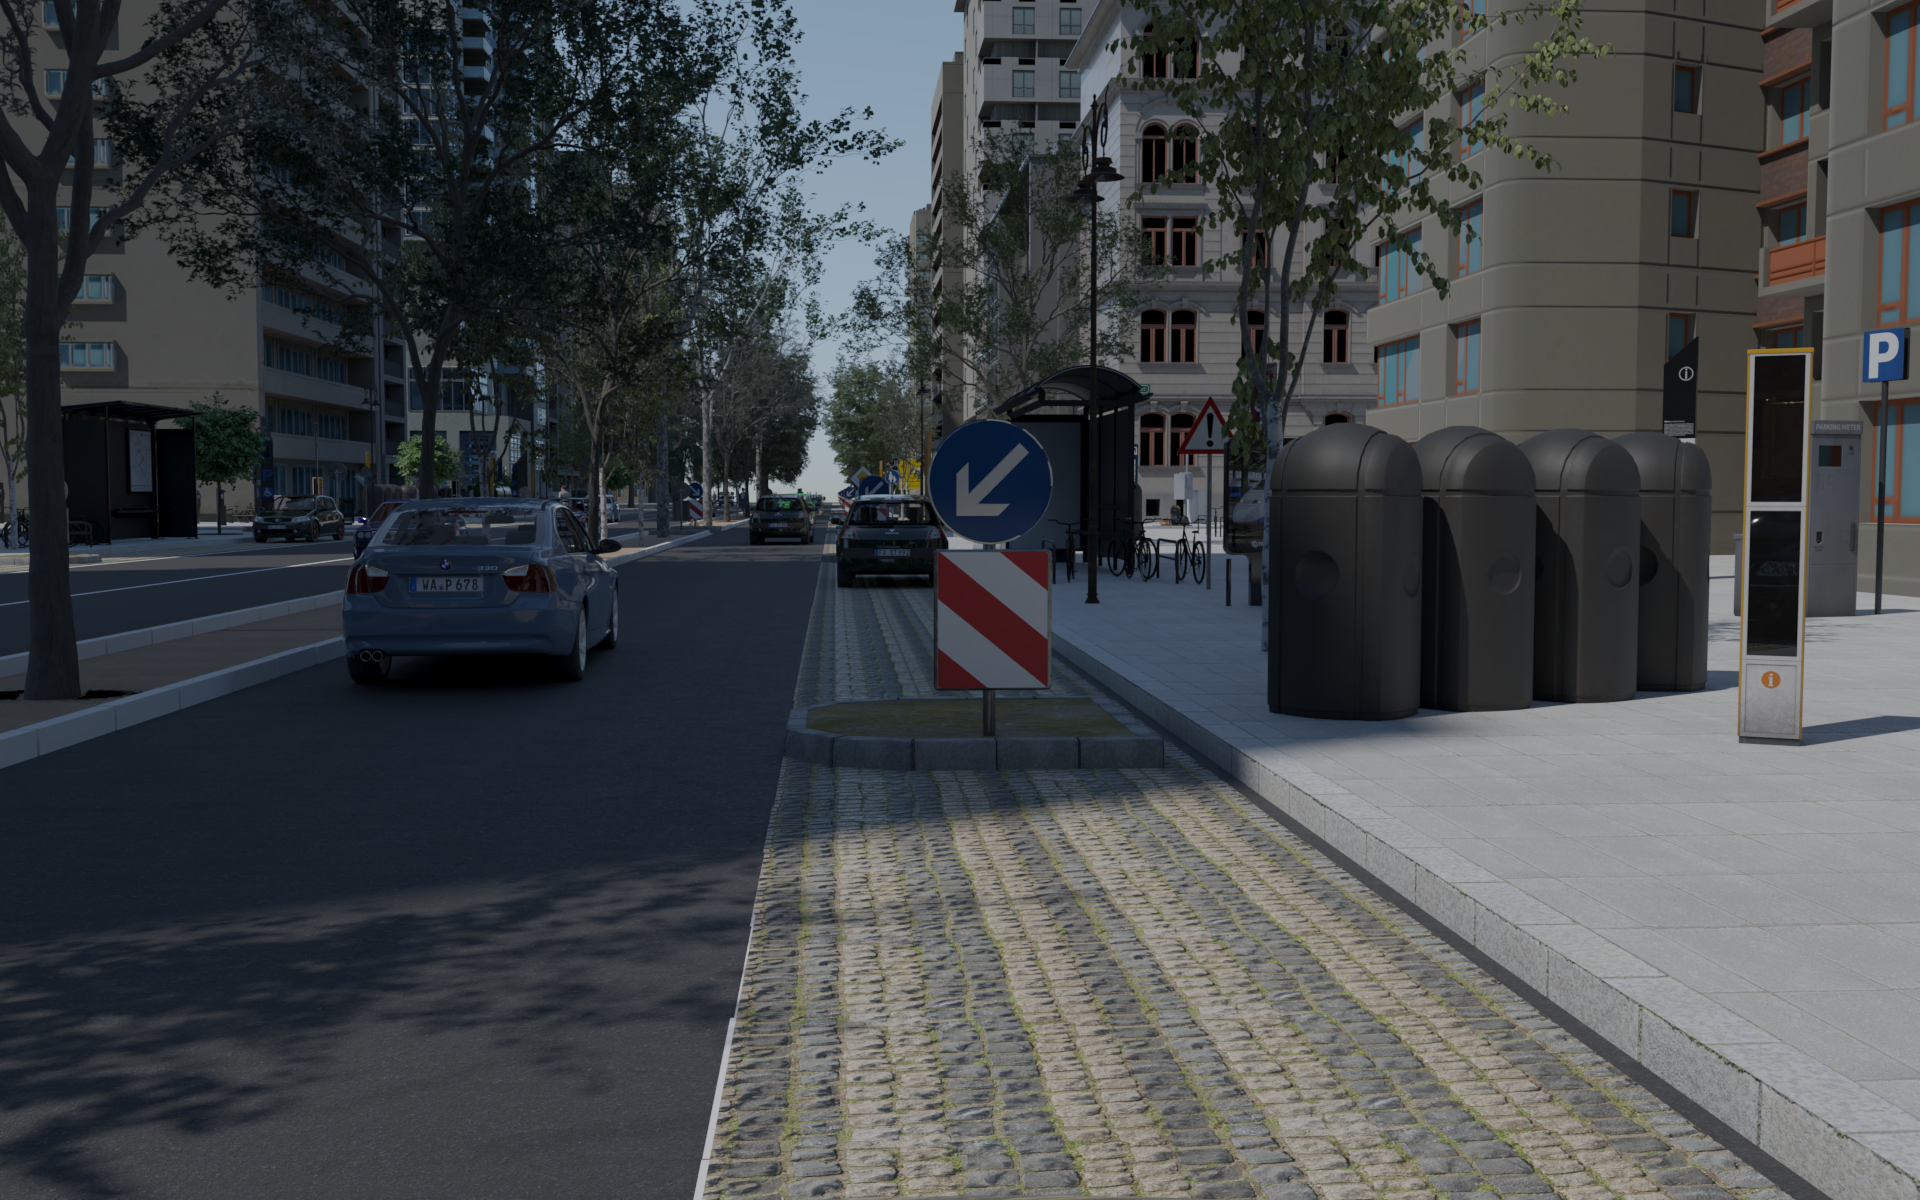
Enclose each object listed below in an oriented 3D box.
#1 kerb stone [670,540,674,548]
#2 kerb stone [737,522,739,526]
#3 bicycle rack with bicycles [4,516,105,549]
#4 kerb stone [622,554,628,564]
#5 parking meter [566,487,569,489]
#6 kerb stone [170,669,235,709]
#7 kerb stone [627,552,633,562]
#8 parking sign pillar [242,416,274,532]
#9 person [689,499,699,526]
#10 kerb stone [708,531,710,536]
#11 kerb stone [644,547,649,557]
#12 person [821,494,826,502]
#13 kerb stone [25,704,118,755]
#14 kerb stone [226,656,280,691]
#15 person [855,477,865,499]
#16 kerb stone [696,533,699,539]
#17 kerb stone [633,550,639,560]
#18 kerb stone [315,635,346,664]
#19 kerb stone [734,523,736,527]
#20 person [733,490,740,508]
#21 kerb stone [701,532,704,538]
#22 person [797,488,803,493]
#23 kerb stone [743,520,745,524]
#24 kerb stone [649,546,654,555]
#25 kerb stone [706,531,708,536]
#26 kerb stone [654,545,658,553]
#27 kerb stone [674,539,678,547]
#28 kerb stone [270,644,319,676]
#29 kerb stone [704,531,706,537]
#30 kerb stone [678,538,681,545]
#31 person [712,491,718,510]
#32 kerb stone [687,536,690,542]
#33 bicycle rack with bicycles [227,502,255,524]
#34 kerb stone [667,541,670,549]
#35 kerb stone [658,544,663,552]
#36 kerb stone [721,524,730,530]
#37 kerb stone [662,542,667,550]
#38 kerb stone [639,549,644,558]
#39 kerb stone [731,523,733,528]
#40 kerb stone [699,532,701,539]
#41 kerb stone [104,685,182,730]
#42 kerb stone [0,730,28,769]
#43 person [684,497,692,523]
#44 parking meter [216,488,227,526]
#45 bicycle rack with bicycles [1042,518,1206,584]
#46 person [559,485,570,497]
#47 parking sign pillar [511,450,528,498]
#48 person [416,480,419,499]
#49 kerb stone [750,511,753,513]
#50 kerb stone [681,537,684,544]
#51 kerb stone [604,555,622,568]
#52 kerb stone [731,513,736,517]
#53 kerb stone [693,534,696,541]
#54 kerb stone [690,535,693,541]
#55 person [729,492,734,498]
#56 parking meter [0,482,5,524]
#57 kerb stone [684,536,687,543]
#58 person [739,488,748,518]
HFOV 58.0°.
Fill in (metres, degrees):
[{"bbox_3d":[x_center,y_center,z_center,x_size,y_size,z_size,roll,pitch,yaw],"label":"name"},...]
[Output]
[{"bbox_3d":[-7.729,-1.441,45.757,0.120,0.150,1.000,0,4,-4],"label":"kerb stone"},{"bbox_3d":[-9.906,-3.283,75.904,0.120,0.150,1.000,0,4,-4],"label":"kerb stone"},{"bbox_3d":[-22.135,-1.729,41.658,2.925,0.926,2.852,-2,4,-29],"label":"bicycle rack with bicycles"},{"bbox_3d":[-6.984,-0.816,35.540,0.120,0.150,1.000,0,4,-4],"label":"kerb stone"},{"bbox_3d":[-30.757,-7.964,135.915,0.399,1.863,0.255,-1,4,-18],"label":"parking meter"},{"bbox_3d":[-5.284,0.622,12.018,0.120,0.150,1.000,0,4,-4],"label":"kerb stone"},{"bbox_3d":[-7.067,-0.879,36.560,0.120,0.150,1.000,0,4,-4],"label":"kerb stone"},{"bbox_3d":[-23.915,-4.342,59.472,1.447,3.967,1.447,-2,4,-33],"label":"parking sign pillar"},{"bbox_3d":[-11.463,-3.799,74.881,0.640,1.303,0.475,1,4,18],"label":"person"},{"bbox_3d":[-8.687,-2.252,59.020,0.120,0.150,1.000,0,4,-4],"label":"kerb stone"},{"bbox_3d":[-7.288,-1.066,39.620,0.120,0.150,1.000,0,4,-4],"label":"kerb stone"},{"bbox_3d":[-19.935,-14.707,252.147,0.799,1.438,0.628,0,4,-4],"label":"person"},{"bbox_3d":[-5.136,0.750,9.976,0.120,0.150,1.000,0,4,-4],"label":"kerb stone"},{"bbox_3d":[-5.360,0.561,13.037,0.120,0.150,1.000,0,4,-4],"label":"kerb stone"},{"bbox_3d":[-2.127,-1.808,38.251,0.419,1.800,0.721,-1,4,-8],"label":"person"},{"bbox_3d":[-8.314,-1.940,53.922,0.120,0.150,1.000,0,4,-4],"label":"kerb stone"},{"bbox_3d":[-7.139,-0.940,37.580,0.120,0.150,1.000,0,4,-4],"label":"kerb stone"},{"bbox_3d":[-5.508,0.438,15.095,0.120,0.150,1.000,0,4,-4],"label":"kerb stone"},{"bbox_3d":[-9.763,-3.160,73.853,0.120,0.150,1.000,0,4,-4],"label":"kerb stone"},{"bbox_3d":[-23.177,-10.540,180.968,0.705,1.807,1.348,3,4,36],"label":"person"},{"bbox_3d":[-8.468,-2.061,55.961,0.120,0.150,1.000,0,4,-4],"label":"kerb stone"},{"bbox_3d":[-10.611,-6.504,114.823,0.580,1.828,0.573,3,4,39],"label":"person"},{"bbox_3d":[-10.278,-3.593,81.016,0.120,0.150,1.000,0,4,-4],"label":"kerb stone"},{"bbox_3d":[-7.356,-1.128,40.640,0.120,0.150,1.000,0,4,-4],"label":"kerb stone"},{"bbox_3d":[-8.622,-2.190,58.000,0.120,0.150,1.000,0,4,-4],"label":"kerb stone"},{"bbox_3d":[-7.429,-1.190,41.660,0.120,0.150,1.000,0,4,-4],"label":"kerb stone"},{"bbox_3d":[-7.804,-1.503,46.777,0.120,0.150,1.000,0,4,-4],"label":"kerb stone"},{"bbox_3d":[-5.442,0.497,14.069,0.120,0.150,1.000,0,4,-4],"label":"kerb stone"},{"bbox_3d":[-8.539,-2.128,56.981,0.120,0.150,1.000,0,4,-4],"label":"kerb stone"},{"bbox_3d":[-7.873,-1.565,47.801,0.120,0.150,1.000,0,4,-4],"label":"kerb stone"},{"bbox_3d":[-21.767,-8.805,153.386,0.541,1.710,0.530,3,5,41],"label":"person"},{"bbox_3d":[-8.101,-1.752,50.861,0.120,0.150,1.000,0,4,-4],"label":"kerb stone"},{"bbox_3d":[-31.018,-3.853,76.385,2.925,0.926,2.852,0,4,-3],"label":"bicycle rack with bicycles"},{"bbox_3d":[-7.655,-1.378,44.729,0.120,0.150,1.000,0,4,-4],"label":"kerb stone"},{"bbox_3d":[-7.501,-1.251,42.686,0.120,0.150,1.000,0,4,-4],"label":"kerb stone"},{"bbox_3d":[-9.470,-2.903,69.776,0.120,0.150,1.000,0,4,-4],"label":"kerb stone"},{"bbox_3d":[-7.578,-1.316,43.705,0.120,0.150,1.000,0,4,-4],"label":"kerb stone"},{"bbox_3d":[-7.207,-1.003,38.601,0.120,0.150,1.000,0,4,-4],"label":"kerb stone"},{"bbox_3d":[-9.615,-3.035,71.815,0.120,0.150,1.000,0,4,-4],"label":"kerb stone"},{"bbox_3d":[-8.398,-1.995,54.941,0.120,0.150,1.000,0,4,-4],"label":"kerb stone"},{"bbox_3d":[-5.209,0.685,10.995,0.120,0.150,1.000,0,4,-4],"label":"kerb stone"},{"bbox_3d":[-5.060,0.812,8.948,0.120,0.150,1.000,0,4,-4],"label":"kerb stone"},{"bbox_3d":[-13.172,-4.598,84.033,0.694,1.780,0.624,2,4,32],"label":"person"},{"bbox_3d":[-29.976,-3.785,70.295,0.372,1.533,0.369,0,3,0],"label":"parking meter"},{"bbox_3d":[2.310,-0.754,25.717,2.852,0.926,2.925,0,4,-1],"label":"bicycle rack with bicycles"},{"bbox_3d":[-18.575,-4.470,81.435,0.661,1.843,0.795,-3,5,-42],"label":"person"},{"bbox_3d":[-26.846,-7.162,105.572,1.447,3.967,1.447,1,4,14],"label":"parking sign pillar"},{"bbox_3d":[-14.929,-2.423,48.218,0.850,1.850,0.679,0,4,5],"label":"person"},{"bbox_3d":[-16.675,-7.216,140.179,0.120,0.150,1.000,0,4,-4],"label":"kerb stone"},{"bbox_3d":[-7.953,-1.629,48.821,0.120,0.150,1.000,0,4,-4],"label":"kerb stone"},{"bbox_3d":[-6.920,-0.754,34.519,0.120,0.150,1.000,0,4,-4],"label":"kerb stone"},{"bbox_3d":[-14.668,-5.526,112.576,0.120,0.150,1.000,0,4,-4],"label":"kerb stone"},{"bbox_3d":[-8.243,-1.878,52.902,0.120,0.150,1.000,0,4,-4],"label":"kerb stone"},{"bbox_3d":[-8.173,-1.816,51.880,0.120,0.150,1.000,0,4,-4],"label":"kerb stone"},{"bbox_3d":[-34.109,-15.134,255.943,1.348,1.824,0.705,1,4,18],"label":"person"},{"bbox_3d":[-41.571,-4.234,74.941,0.399,1.863,0.255,-3,5,-39],"label":"parking meter"},{"bbox_3d":[-8.031,-1.691,49.841,0.120,0.150,1.000,0,4,-4],"label":"kerb stone"},{"bbox_3d":[-12.864,-5.785,103.112,0.581,1.822,0.654,2,4,30],"label":"person"}]
